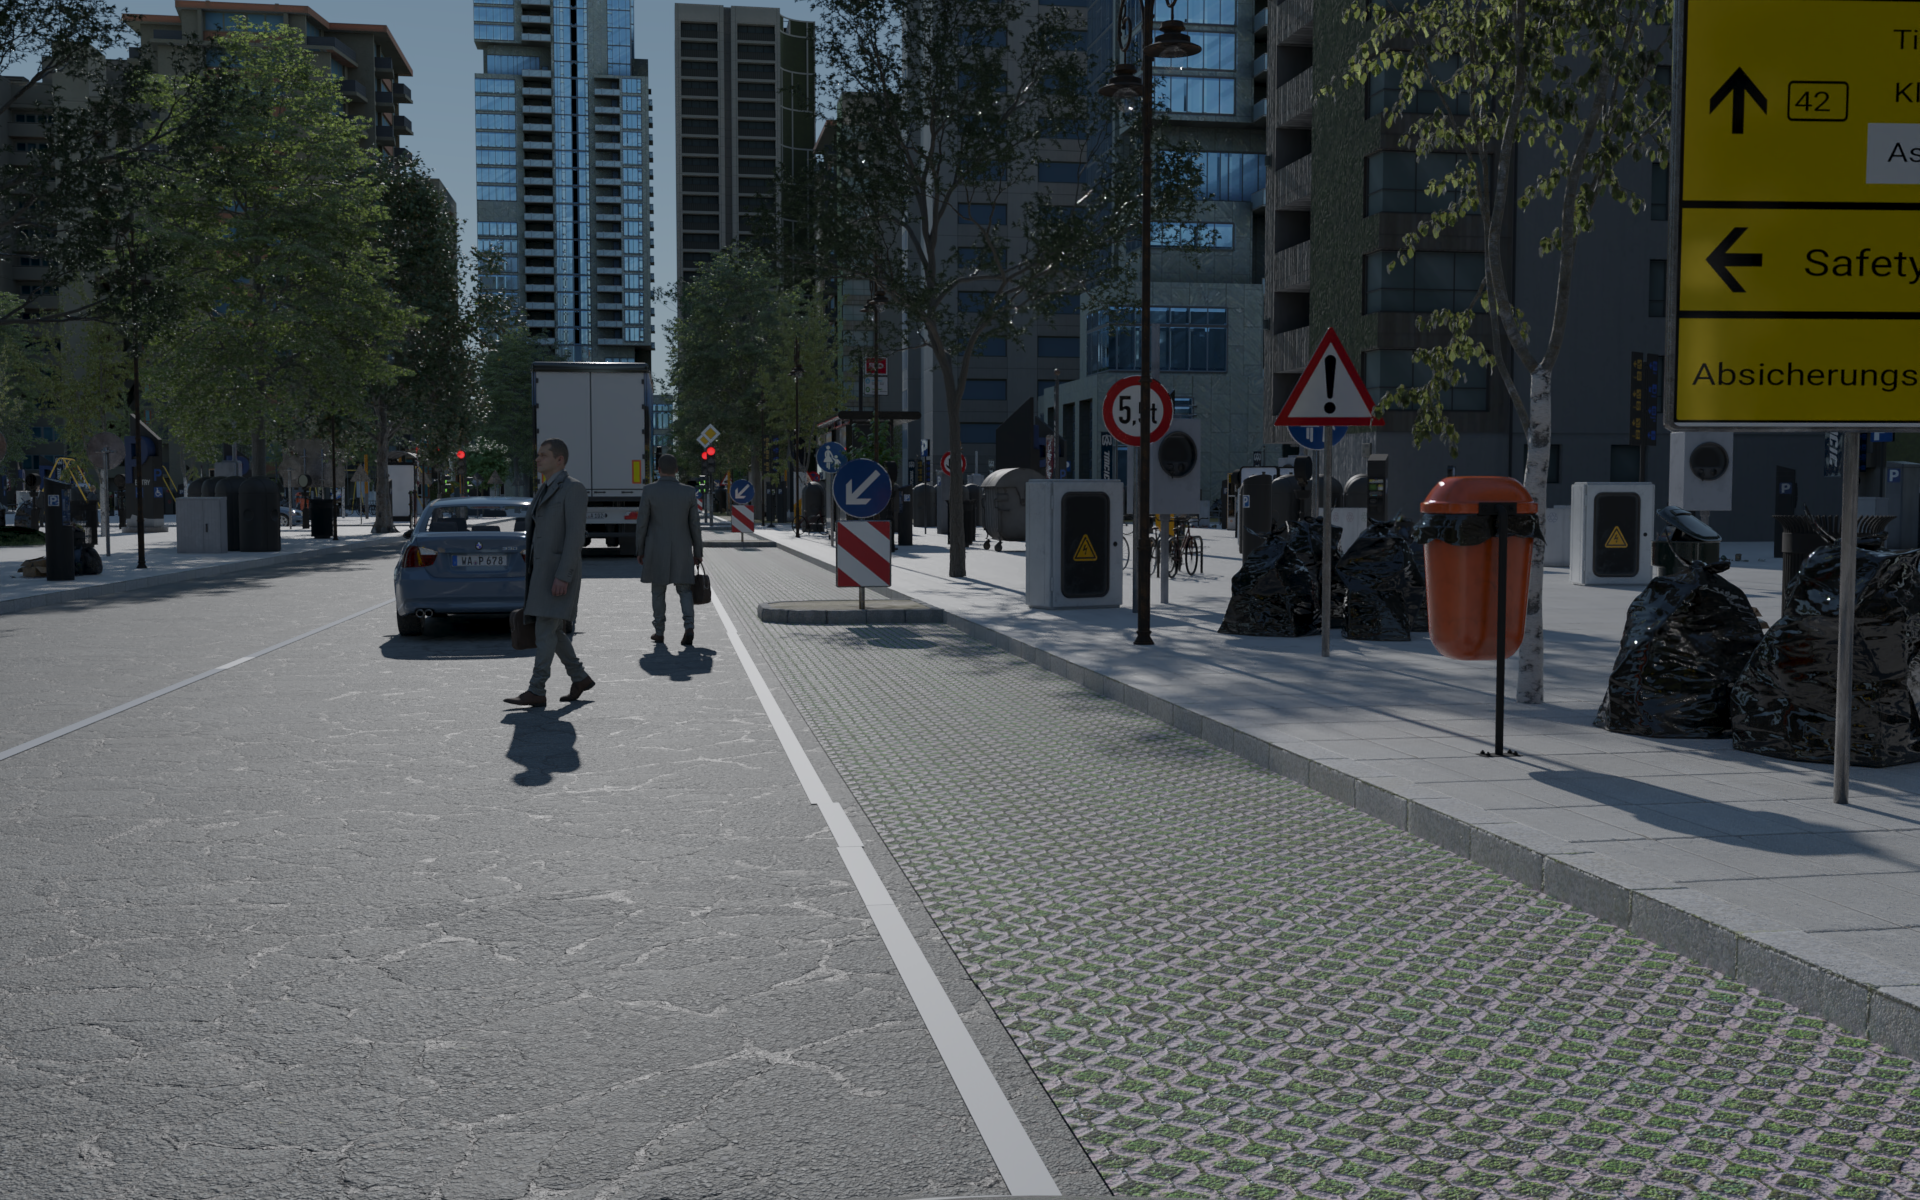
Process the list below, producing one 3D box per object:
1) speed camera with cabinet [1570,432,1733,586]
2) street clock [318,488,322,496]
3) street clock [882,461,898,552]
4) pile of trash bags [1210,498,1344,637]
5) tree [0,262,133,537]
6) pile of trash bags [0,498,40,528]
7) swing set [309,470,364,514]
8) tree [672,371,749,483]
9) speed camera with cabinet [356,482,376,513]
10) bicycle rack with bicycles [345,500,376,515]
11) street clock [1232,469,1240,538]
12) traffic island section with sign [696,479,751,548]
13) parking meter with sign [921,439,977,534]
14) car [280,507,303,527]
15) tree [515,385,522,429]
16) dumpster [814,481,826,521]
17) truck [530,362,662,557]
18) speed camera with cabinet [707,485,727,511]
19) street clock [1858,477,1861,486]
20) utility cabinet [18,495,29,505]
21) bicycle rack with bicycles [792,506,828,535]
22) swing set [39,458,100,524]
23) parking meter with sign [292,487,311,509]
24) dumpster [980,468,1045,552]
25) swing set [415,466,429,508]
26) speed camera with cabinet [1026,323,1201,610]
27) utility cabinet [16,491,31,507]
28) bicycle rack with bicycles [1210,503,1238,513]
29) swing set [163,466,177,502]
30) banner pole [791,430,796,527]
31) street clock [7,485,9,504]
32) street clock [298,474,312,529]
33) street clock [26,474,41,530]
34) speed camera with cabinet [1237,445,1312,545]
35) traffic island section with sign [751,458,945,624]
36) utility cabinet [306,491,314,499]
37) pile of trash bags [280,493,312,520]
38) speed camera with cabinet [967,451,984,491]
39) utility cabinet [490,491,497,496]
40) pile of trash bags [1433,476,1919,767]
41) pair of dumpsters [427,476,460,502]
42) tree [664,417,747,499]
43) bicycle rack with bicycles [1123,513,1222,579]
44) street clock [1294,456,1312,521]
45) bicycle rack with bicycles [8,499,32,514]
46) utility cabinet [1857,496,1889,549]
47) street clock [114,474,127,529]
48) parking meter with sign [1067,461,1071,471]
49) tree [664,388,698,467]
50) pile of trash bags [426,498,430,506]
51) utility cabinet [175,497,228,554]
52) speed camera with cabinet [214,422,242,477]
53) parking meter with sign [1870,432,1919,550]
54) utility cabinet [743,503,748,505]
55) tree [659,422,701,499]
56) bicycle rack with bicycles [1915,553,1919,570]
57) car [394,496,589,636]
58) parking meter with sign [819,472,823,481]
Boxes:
[{"bbox_3d":[9.678,-1.829,24.240,2.038,3.252,0.660,0,4,1],"label":"speed camera with cabinet"},{"bbox_3d":[-48.679,-7.797,132.052,0.471,2.002,0.358,2,4,35],"label":"street clock"},{"bbox_3d":[-1.548,-2.053,38.142,0.358,2.002,0.471,-1,4,-20],"label":"street clock"},{"bbox_3d":[4.059,-0.421,16.637,1.912,1.369,3.447,3,5,41],"label":"pile of trash bags"},{"bbox_3d":[-25.972,-6.202,51.769,4.737,8.622,4.395,0,3,0],"label":"tree"},{"bbox_3d":[-35.906,-3.325,64.112,3.447,1.369,1.912,-1,4,-12],"label":"pile of trash bags"},{"bbox_3d":[-40.288,-6.959,111.407,3.119,2.851,2.862,-2,4,-35],"label":"swing set"},{"bbox_3d":[-22.571,-14.665,157.895,7.486,12.596,7.792,0,3,0],"label":"tree"},{"bbox_3d":[-39.598,-7.441,116.003,0.660,3.252,2.038,1,4,14],"label":"speed camera with cabinet"},{"bbox_3d":[-36.163,-5.620,105.273,2.852,0.926,2.925,2,4,34],"label":"bicycle rack with bicycles"},{"bbox_3d":[8.226,-2.836,50.943,0.471,2.002,0.358,-3,4,-36],"label":"street clock"},{"bbox_3d":[-6.044,-2.345,46.965,1.989,1.847,2.006,-1,4,-10],"label":"traffic island section with sign"},{"bbox_3d":[-0.345,-3.622,55.473,1.738,3.016,0.543,-2,4,-24],"label":"parking meter with sign"},{"bbox_3d":[-29.096,-3.585,70.625,4.499,1.417,2.014,-1,4,-10],"label":"car"},{"bbox_3d":[-36.679,-15.018,155.914,12.009,13.543,11.850,0,3,0],"label":"tree"},{"bbox_3d":[-6.397,-4.413,77.908,1.264,1.857,1.865,-1,4,-10],"label":"dumpster"},{"bbox_3d":[-8.762,-3.273,42.430,2.839,4.237,11.283,-1,4,-9],"label":"truck"},{"bbox_3d":[-18.031,-8.336,130.629,2.038,3.252,0.660,-1,4,-19],"label":"speed camera with cabinet"},{"bbox_3d":[33.172,-3.659,64.390,0.471,2.002,0.358,0,4,6],"label":"street clock"},{"bbox_3d":[-45.020,-4.410,83.263,0.306,1.237,1.020,-3,4,-39],"label":"utility cabinet"},{"bbox_3d":[-3.465,-2.501,54.273,2.925,0.926,2.852,3,5,40],"label":"bicycle rack with bicycles"},{"bbox_3d":[-39.087,-4.787,75.892,2.862,2.851,3.119,-1,4,-18],"label":"swing set"},{"bbox_3d":[-45.176,-7.456,118.161,1.738,3.016,0.543,-1,4,-13],"label":"parking meter with sign"},{"bbox_3d":[1.235,-2.036,39.050,1.264,1.857,1.865,-1,4,-10],"label":"dumpster"},{"bbox_3d":[-31.322,-6.174,98.559,2.862,2.851,3.119,-2,4,-35],"label":"swing set"},{"bbox_3d":[1.758,-1.552,19.710,2.038,3.252,0.660,-2,4,-29],"label":"speed camera with cabinet"},{"bbox_3d":[-68.281,-7.195,126.323,0.318,1.500,1.173,1,4,8],"label":"utility cabinet"},{"bbox_3d":[11.317,-3.507,70.722,2.852,0.926,2.925,-1,4,-10],"label":"bicycle rack with bicycles"},{"bbox_3d":[-44.756,-6.070,96.866,2.862,2.851,3.119,-2,4,-32],"label":"swing set"},{"bbox_3d":[-6.328,-4.714,67.097,0.401,3.779,0.863,-1,4,-13],"label":"banner pole"},{"bbox_3d":[-71.904,-7.702,130.501,0.358,2.002,0.471,1,4,22],"label":"street clock"},{"bbox_3d":[-24.185,-3.635,63.996,0.471,2.002,0.358,2,4,23],"label":"street clock"},{"bbox_3d":[-32.696,-3.462,61.168,0.471,2.002,0.358,1,4,14],"label":"street clock"},{"bbox_3d":[7.660,-2.922,42.107,0.660,3.252,2.038,-2,4,-35],"label":"speed camera with cabinet"},{"bbox_3d":[-1.313,-0.690,19.902,1.989,1.847,2.006,-1,4,-10],"label":"traffic island section with sign"},{"bbox_3d":[-47.806,-7.201,126.413,1.173,1.500,0.318,-2,4,-26],"label":"utility cabinet"},{"bbox_3d":[-38.595,-5.381,97.732,3.447,1.369,1.912,-3,5,-45],"label":"pile of trash bags"},{"bbox_3d":[1.390,-5.237,79.956,2.038,3.252,0.660,-1,4,-12],"label":"speed camera with cabinet"},{"bbox_3d":[-29.859,-6.214,110.277,0.318,1.500,1.173,1,4,10],"label":"utility cabinet"},{"bbox_3d":[3.994,0.051,8.927,3.447,1.369,1.912,-1,4,-10],"label":"pile of trash bags"},{"bbox_3d":[-26.499,-5.314,89.376,1.574,2.255,4.437,-1,4,-10],"label":"pair of dumpsters"},{"bbox_3d":[-27.727,-16.537,187.380,9.611,12.733,9.660,0,3,0],"label":"tree"},{"bbox_3d":[2.907,-0.881,27.788,2.852,0.926,2.925,2,4,31],"label":"bicycle rack with bicycles"},{"bbox_3d":[6.530,-1.739,32.998,0.358,2.002,0.471,2,4,29],"label":"street clock"},{"bbox_3d":[-62.653,-6.206,114.854,2.925,0.926,2.852,1,4,8],"label":"bicycle rack with bicycles"},{"bbox_3d":[19.910,-1.638,37.938,0.306,1.237,1.020,0,4,-2],"label":"utility cabinet"},{"bbox_3d":[-30.492,-3.575,63.021,0.471,2.002,0.358,0,4,3],"label":"street clock"},{"bbox_3d":[5.432,-5.866,92.173,0.543,3.016,1.738,0,4,-8],"label":"parking meter with sign"},{"bbox_3d":[-24.652,-14.769,167.232,9.928,11.665,9.643,0,3,0],"label":"tree"},{"bbox_3d":[-37.809,-6.750,120.118,3.447,1.369,1.912,-1,4,-13],"label":"pile of trash bags"},{"bbox_3d":[-16.405,-1.608,37.460,1.020,1.237,0.306,0,4,6],"label":"utility cabinet"},{"bbox_3d":[-20.266,-3.309,48.438,0.660,3.252,2.038,0,4,-7],"label":"speed camera with cabinet"},{"bbox_3d":[21.866,-2.682,40.105,1.738,3.016,0.543,-2,4,-27],"label":"parking meter with sign"},{"bbox_3d":[-11.393,-4.959,92.242,0.306,1.237,1.020,0,4,-4],"label":"utility cabinet"},{"bbox_3d":[-32.780,-18.817,218.029,12.009,13.543,11.850,0,3,0],"label":"tree"},{"bbox_3d":[12.848,-0.415,20.162,2.852,0.926,2.925,1,4,10],"label":"bicycle rack with bicycles"},{"bbox_3d":[-5.090,-0.423,18.920,2.014,1.417,4.499,-1,4,-11],"label":"car"},{"bbox_3d":[-10.242,-8.615,137.124,1.738,3.016,0.543,1,4,21],"label":"parking meter with sign"}]
